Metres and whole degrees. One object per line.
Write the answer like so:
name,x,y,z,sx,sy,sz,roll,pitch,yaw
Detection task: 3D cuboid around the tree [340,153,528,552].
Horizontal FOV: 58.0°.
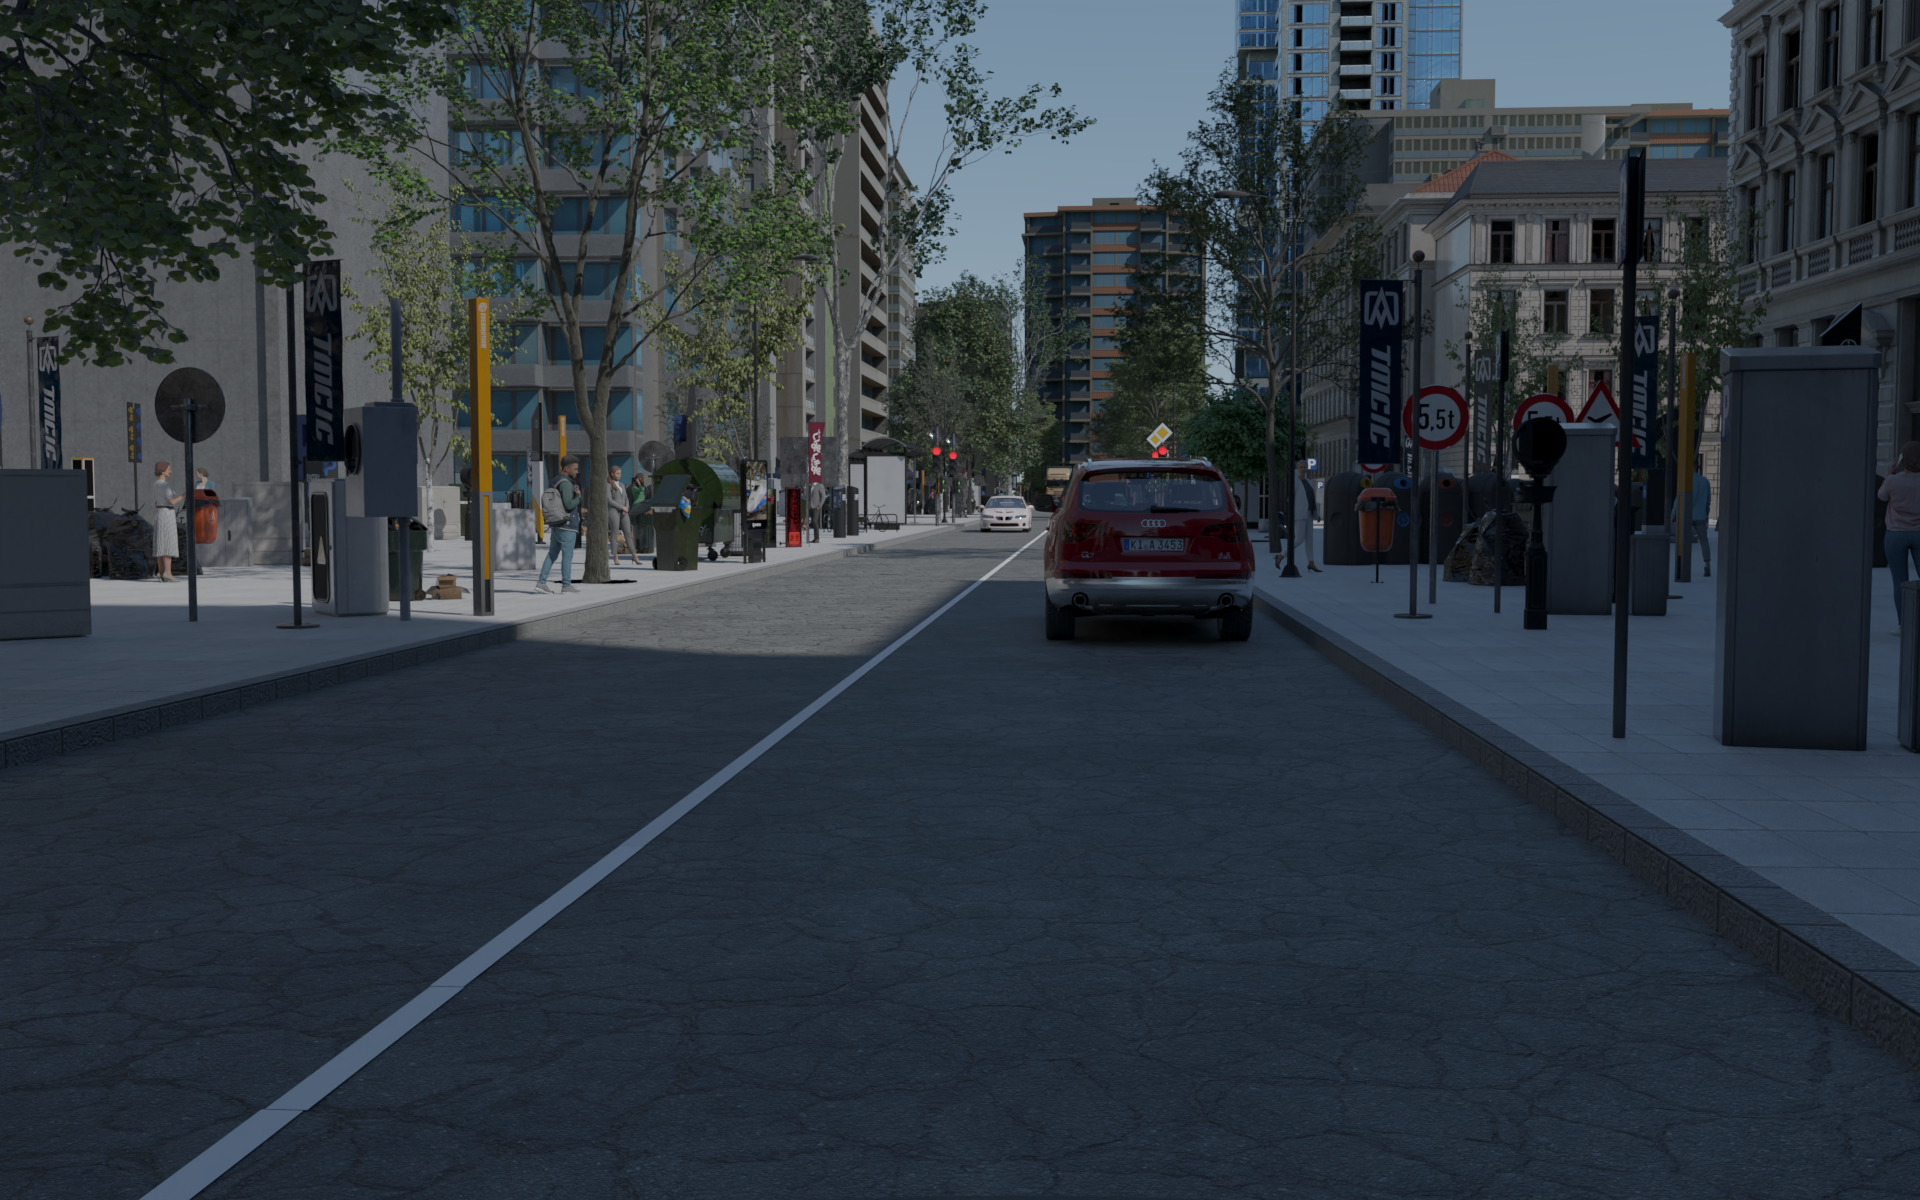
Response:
tree,-11.540,-5.339,37.653,4.737,8.622,4.395,0,3,0

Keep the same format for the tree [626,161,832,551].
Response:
tree,-4.793,-5.343,37.721,4.737,8.622,4.395,0,3,0

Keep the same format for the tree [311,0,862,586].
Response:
tree,-5.232,-6.033,24.398,9.928,11.665,9.643,0,3,0

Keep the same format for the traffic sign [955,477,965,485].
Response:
traffic sign,-0.034,-7.185,117.574,0.768,2.556,0.104,0,4,7

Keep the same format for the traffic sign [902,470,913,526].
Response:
traffic sign,-2.304,-4.239,69.317,0.884,2.594,0.081,1,4,8

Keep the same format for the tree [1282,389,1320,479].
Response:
tree,23.151,-10.380,120.080,4.737,8.622,4.395,0,3,0

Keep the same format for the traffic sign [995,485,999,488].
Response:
traffic sign,3.212,-9.095,148.804,0.768,2.556,0.104,1,4,14

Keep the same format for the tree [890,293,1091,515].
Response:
tree,0.708,-11.929,105.402,12.009,13.543,11.850,0,3,0

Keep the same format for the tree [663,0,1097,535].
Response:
tree,-2.441,-12.058,53.041,12.611,20.169,13.585,0,3,0

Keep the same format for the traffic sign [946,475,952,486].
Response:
traffic sign,-0.871,-7.112,116.290,0.884,2.594,0.081,1,4,8

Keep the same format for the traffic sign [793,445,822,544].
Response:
traffic sign,-3.942,-2.732,44.772,0.768,2.556,0.104,1,4,9

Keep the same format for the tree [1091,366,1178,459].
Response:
tree,16.044,-15.324,160.918,12.009,13.543,11.850,0,3,0

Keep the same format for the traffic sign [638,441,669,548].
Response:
traffic sign,-7.302,-2.516,41.237,0.768,2.556,0.104,1,4,11

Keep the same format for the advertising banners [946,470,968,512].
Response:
advertising banners,-0.368,-7.807,123.837,2.074,3.025,0.090,1,4,15

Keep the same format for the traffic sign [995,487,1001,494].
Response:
traffic sign,3.078,-9.162,149.801,0.884,2.594,0.081,1,4,13

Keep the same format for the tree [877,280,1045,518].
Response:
tree,-0.160,-10.760,92.926,9.611,12.733,9.660,0,3,0

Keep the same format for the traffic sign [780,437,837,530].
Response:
traffic sign,-5.258,-4.132,61.434,2.265,3.308,0.079,0,4,5

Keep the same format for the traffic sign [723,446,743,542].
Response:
traffic sign,-6.058,-2.817,46.164,0.768,2.556,0.104,0,4,5

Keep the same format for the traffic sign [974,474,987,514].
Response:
traffic sign,1.345,-6.901,112.839,0.884,2.594,0.081,0,4,7

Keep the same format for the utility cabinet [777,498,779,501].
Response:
utility cabinet,-12.793,-6.908,124.099,1.020,1.237,0.306,-2,4,-26

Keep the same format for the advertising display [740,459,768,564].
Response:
advertising display,-3.817,-1.647,32.147,0.123,1.923,0.974,1,4,18

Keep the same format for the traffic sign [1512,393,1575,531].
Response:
traffic sign,7.371,-1.336,21.945,0.768,2.556,0.104,0,4,8

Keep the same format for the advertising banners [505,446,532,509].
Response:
advertising banners,-16.257,-4.147,63.994,0.090,3.025,2.074,-3,5,-44

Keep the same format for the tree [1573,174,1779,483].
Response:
tree,17.121,-5.524,40.678,4.737,8.622,4.395,0,3,0

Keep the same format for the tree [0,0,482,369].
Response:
tree,-6.841,-5.603,9.741,7.486,12.596,7.792,0,3,0

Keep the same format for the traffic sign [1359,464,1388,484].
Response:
traffic sign,10.186,-2.605,42.702,0.768,2.556,0.104,0,4,5

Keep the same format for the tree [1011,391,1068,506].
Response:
tree,7.977,-16.685,190.932,7.486,12.596,7.792,0,3,0

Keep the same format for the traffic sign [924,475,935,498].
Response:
traffic sign,-2.050,-7.124,116.587,0.768,2.556,0.104,1,4,13

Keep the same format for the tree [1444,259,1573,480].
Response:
tree,17.024,-6.335,53.936,4.737,8.622,4.395,0,3,0

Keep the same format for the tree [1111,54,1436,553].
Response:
tree,6.545,-6.305,37.499,7.601,10.594,8.767,0,4,3

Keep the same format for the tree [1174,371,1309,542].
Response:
tree,7.670,-3.838,46.466,4.285,4.588,4.351,0,3,0

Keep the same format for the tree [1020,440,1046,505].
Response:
tree,8.015,-15.233,199.427,4.737,8.622,4.395,0,3,0

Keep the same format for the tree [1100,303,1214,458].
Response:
tree,11.888,-11.216,101.515,7.486,12.596,7.792,0,3,0

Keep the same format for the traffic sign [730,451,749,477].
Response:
traffic sign,-5.225,-2.408,41.493,0.606,2.300,0.079,1,4,10

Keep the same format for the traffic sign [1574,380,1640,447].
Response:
traffic sign,7.294,-1.211,19.801,0.884,2.594,0.081,0,4,6

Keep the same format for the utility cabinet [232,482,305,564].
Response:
utility cabinet,-12.511,-1.389,31.382,1.173,1.500,0.318,-1,4,-13

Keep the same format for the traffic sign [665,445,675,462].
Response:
traffic sign,-7.736,-2.741,44.929,0.768,2.556,0.104,1,4,12

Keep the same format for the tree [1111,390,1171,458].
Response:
tree,12.183,-10.073,115.048,4.360,8.622,3.978,0,3,0

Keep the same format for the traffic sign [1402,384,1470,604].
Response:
traffic sign,5.535,-1.229,20.208,0.768,2.556,0.104,1,4,13

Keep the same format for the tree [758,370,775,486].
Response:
tree,-12.011,-8.901,95.895,4.360,8.622,3.978,0,3,0

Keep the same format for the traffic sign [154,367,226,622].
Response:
traffic sign,-7.730,-1.057,17.385,0.768,2.556,0.104,1,4,9

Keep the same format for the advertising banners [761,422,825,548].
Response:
advertising banners,-4.021,-2.772,41.516,2.074,3.025,0.090,-3,5,-44

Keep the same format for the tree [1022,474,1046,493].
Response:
tree,9.540,-14.605,222.507,4.285,4.588,4.351,0,3,0

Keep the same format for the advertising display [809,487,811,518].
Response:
advertising display,-8.073,-5.417,93.777,0.974,1.923,0.123,2,4,29

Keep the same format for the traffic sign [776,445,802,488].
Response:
traffic sign,-4.471,-2.826,46.213,0.884,2.594,0.081,1,4,9

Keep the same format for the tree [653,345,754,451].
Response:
tree,-13.343,-8.280,85.733,4.360,8.622,3.978,0,3,0

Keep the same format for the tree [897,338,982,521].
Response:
tree,-0.881,-7.993,81.051,4.360,8.622,3.978,0,3,0

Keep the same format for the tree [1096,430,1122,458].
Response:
tree,18.968,-16.544,196.255,9.928,11.665,9.643,0,3,0

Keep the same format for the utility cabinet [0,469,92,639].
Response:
utility cabinet,-8.351,-0.403,15.260,1.173,1.500,0.318,-3,5,-40
